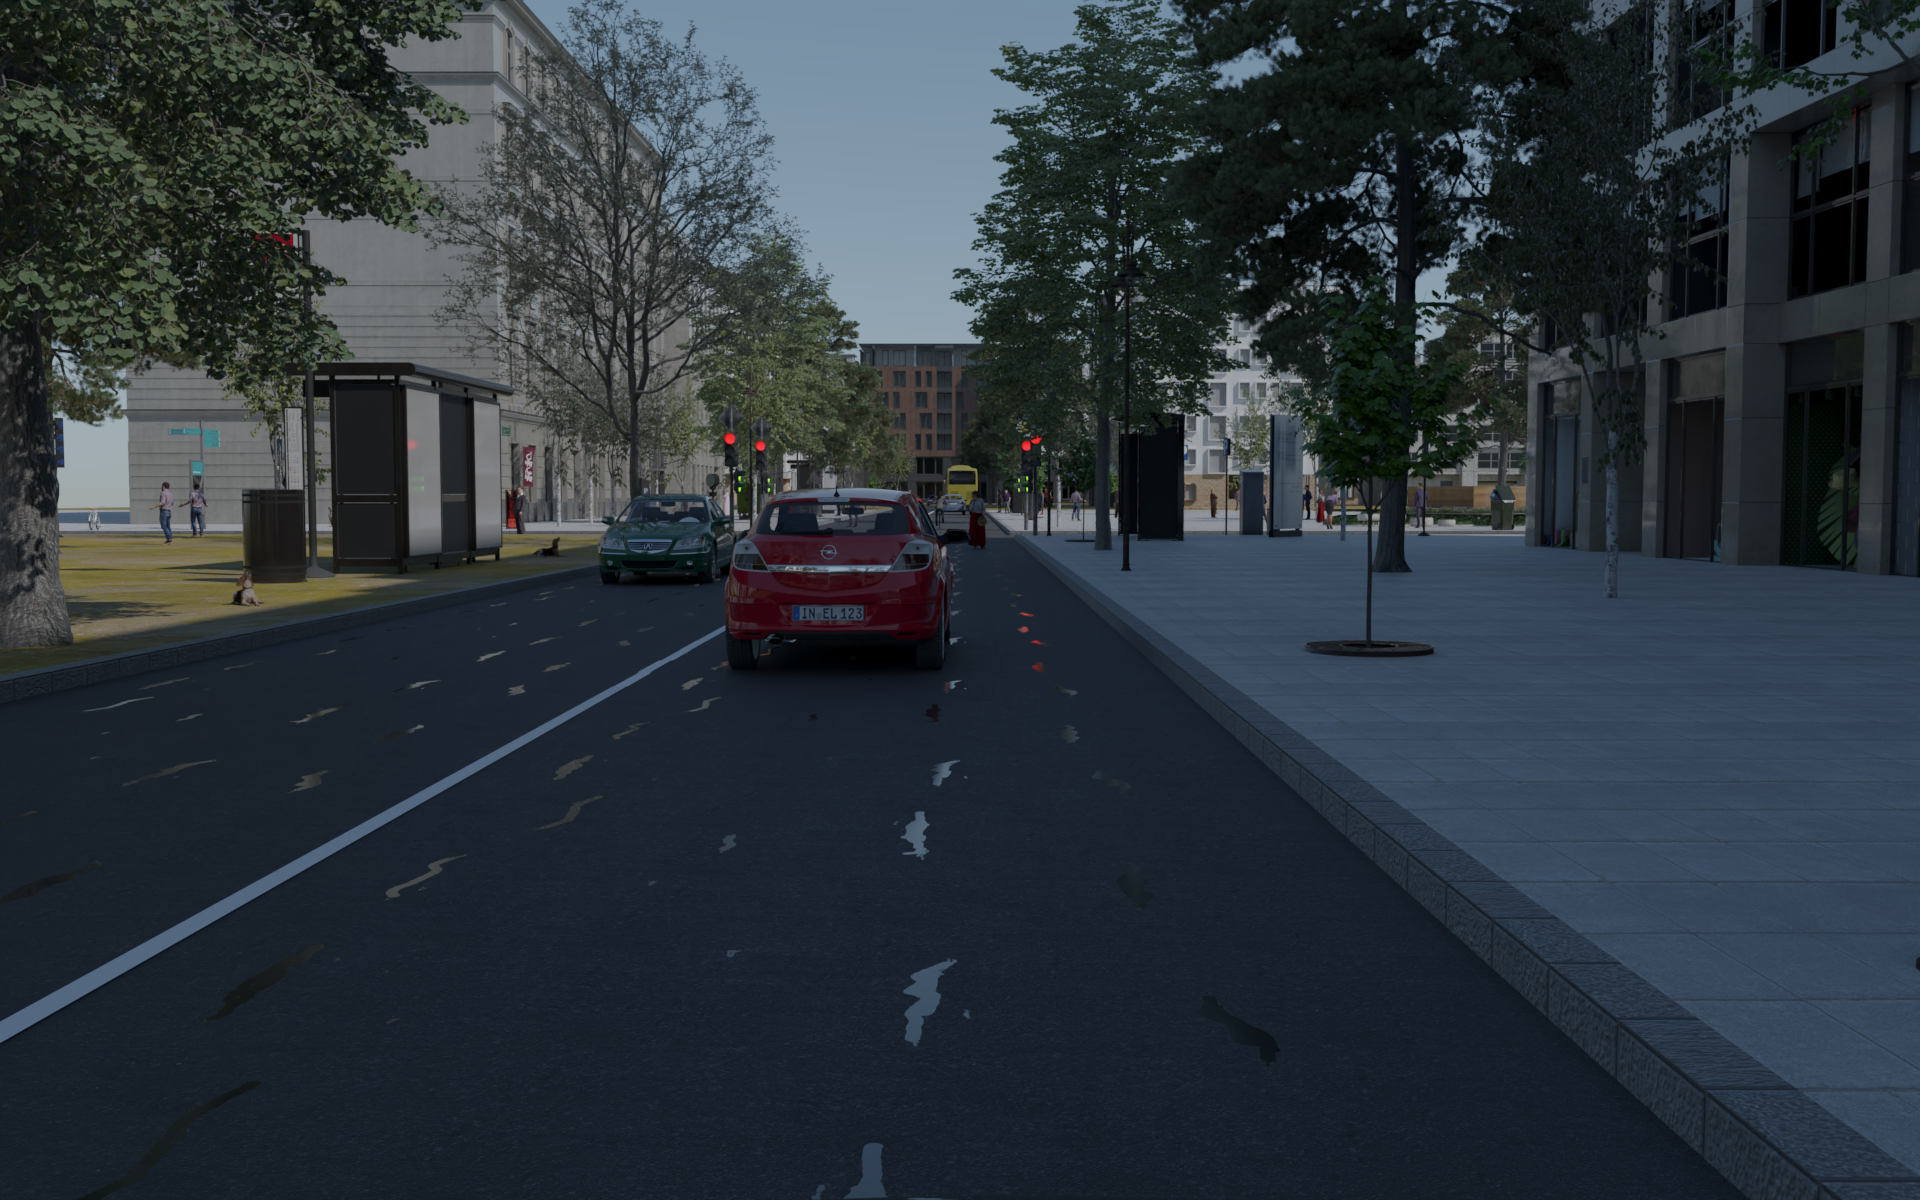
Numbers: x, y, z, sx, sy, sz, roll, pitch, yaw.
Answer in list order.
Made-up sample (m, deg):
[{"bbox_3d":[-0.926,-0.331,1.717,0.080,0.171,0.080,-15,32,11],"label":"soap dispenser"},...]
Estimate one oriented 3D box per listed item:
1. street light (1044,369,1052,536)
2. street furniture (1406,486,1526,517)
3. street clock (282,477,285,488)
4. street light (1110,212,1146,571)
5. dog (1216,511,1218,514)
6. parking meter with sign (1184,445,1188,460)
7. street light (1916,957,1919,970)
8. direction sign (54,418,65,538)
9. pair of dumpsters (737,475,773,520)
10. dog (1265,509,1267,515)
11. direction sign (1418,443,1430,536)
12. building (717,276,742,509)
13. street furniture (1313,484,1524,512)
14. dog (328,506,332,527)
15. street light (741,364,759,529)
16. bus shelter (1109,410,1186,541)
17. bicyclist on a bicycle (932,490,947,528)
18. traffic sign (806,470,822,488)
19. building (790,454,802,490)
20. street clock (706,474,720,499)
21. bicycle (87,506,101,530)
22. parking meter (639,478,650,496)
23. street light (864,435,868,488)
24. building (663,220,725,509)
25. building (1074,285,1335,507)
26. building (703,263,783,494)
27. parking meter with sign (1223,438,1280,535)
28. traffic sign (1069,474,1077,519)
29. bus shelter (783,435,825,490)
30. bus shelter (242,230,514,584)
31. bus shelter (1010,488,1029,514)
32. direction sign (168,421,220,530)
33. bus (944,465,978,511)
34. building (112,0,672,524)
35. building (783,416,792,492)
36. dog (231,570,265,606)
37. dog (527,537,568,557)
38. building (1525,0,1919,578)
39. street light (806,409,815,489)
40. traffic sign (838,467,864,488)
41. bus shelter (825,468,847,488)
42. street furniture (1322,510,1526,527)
[{"bbox_3d":[2.722,-4.895,52.829,0.468,5.910,1.993,0,4,0],"label":"street light"},{"bbox_3d":[28.468,-5.527,97.220,9.812,1.723,11.010,-2,4,-34],"label":"street furniture"},{"bbox_3d":[-23.909,-3.492,61.669,0.471,2.002,0.358,-1,4,-9],"label":"street clock"},{"bbox_3d":[2.775,-3.424,28.771,0.468,5.910,1.993,0,4,0],"label":"street light"},{"bbox_3d":[16.434,-5.729,111.396,0.550,0.427,0.748,1,4,16],"label":"dog"},{"bbox_3d":[7.272,-3.999,61.637,0.543,3.016,1.738,-3,5,-41],"label":"parking meter with sign"},{"bbox_3d":[2.672,-1.938,4.477,0.468,5.910,1.993,0,4,0],"label":"street light"},{"bbox_3d":[-26.726,-3.616,51.111,0.379,3.537,0.876,1,4,10],"label":"direction sign"},{"bbox_3d":[-10.323,-5.150,86.699,1.574,2.255,4.436,0,3,0],"label":"pair of dumpsters"},{"bbox_3d":[18.517,-5.405,106.111,0.748,0.427,0.550,2,4,35],"label":"dog"},{"bbox_3d":[14.161,-3.717,52.763,0.379,3.537,0.876,0,4,4],"label":"direction sign"},{"bbox_3d":[-26.150,-17.538,143.167,16.016,20.091,11.380,0,4,0],"label":"building"},{"bbox_3d":[34.206,-7.008,119.608,14.083,1.986,27.439,0,4,-3],"label":"street furniture"},{"bbox_3d":[-24.580,-3.292,68.203,0.513,0.831,0.800,3,5,40],"label":"dog"},{"bbox_3d":[-7.465,-5.442,61.768,0.468,5.910,1.993,0,4,0],"label":"street light"},{"bbox_3d":[5.383,-3.620,50.468,1.731,3.624,6.357,0,3,0],"label":"bus shelter"},{"bbox_3d":[-0.862,-3.824,72.547,1.499,1.676,1.625,0,4,0],"label":"bicyclist on a bicycle"},{"bbox_3d":[-7.674,-5.566,91.013,0.884,2.594,0.081,1,4,9],"label":"traffic sign"},{"bbox_3d":[-32.329,-15.663,198.235,28.070,9.664,9.099,0,4,0],"label":"building"},{"bbox_3d":[-8.712,-3.457,61.093,0.471,2.002,0.358,3,5,39],"label":"street clock"},{"bbox_3d":[-30.884,-2.969,61.770,0.635,0.972,1.543,-1,4,-14],"label":"bicycle"},{"bbox_3d":[-11.493,-3.506,63.027,0.255,1.863,0.399,3,5,44],"label":"parking meter"},{"bbox_3d":[-7.288,-9.818,133.306,0.468,5.910,1.993,0,4,0],"label":"street light"},{"bbox_3d":[-23.306,-16.509,124.667,10.420,20.320,16.860,0,4,0],"label":"building"},{"bbox_3d":[27.581,-20.897,185.647,27.936,21.610,32.646,0,4,0],"label":"building"},{"bbox_3d":[-32.488,-19.643,165.137,27.936,21.610,32.646,0,4,0],"label":"building"},{"bbox_3d":[9.167,-3.551,54.317,1.738,3.016,0.543,0,4,-7],"label":"parking meter with sign"},{"bbox_3d":[6.076,-5.545,90.766,0.768,2.556,0.104,0,4,6],"label":"traffic sign"},{"bbox_3d":[-9.599,-7.944,107.521,2.179,5.291,8.768,0,3,0],"label":"bus shelter"},{"bbox_3d":[-9.697,-3.142,29.002,2.179,5.291,8.768,0,4,0],"label":"bus shelter"},{"bbox_3d":[3.948,-7.681,116.871,1.731,3.624,6.357,0,4,0],"label":"bus shelter"},{"bbox_3d":[-28.156,-4.552,63.183,1.411,3.948,2.525,0,4,5],"label":"direction sign"},{"bbox_3d":[0.083,-9.606,148.601,2.896,3.916,12.252,0,4,-1],"label":"bus"},{"bbox_3d":[-27.271,-19.421,93.946,17.030,29.872,44.131,0,4,0],"label":"building"},{"bbox_3d":[-26.245,-20.239,187.333,16.016,20.091,11.380,0,4,0],"label":"building"},{"bbox_3d":[-8.230,-0.147,20.144,0.550,0.427,0.748,1,4,10],"label":"dog"},{"bbox_3d":[-8.461,-1.089,35.538,0.748,0.427,0.550,2,4,28],"label":"dog"},{"bbox_3d":[23.530,-13.488,25.039,19.350,26.468,34.151,0,4,0],"label":"building"},{"bbox_3d":[-7.407,-6.882,85.315,0.468,5.910,1.993,0,4,0],"label":"street light"},{"bbox_3d":[-8.467,-8.456,132.130,2.265,3.308,0.079,0,4,8],"label":"traffic sign"},{"bbox_3d":[-8.723,-7.436,115.506,2.014,3.302,5.546,0,4,0],"label":"bus shelter"},{"bbox_3d":[19.941,-3.352,70.439,10.072,0.657,5.734,0,4,-2],"label":"street furniture"}]
